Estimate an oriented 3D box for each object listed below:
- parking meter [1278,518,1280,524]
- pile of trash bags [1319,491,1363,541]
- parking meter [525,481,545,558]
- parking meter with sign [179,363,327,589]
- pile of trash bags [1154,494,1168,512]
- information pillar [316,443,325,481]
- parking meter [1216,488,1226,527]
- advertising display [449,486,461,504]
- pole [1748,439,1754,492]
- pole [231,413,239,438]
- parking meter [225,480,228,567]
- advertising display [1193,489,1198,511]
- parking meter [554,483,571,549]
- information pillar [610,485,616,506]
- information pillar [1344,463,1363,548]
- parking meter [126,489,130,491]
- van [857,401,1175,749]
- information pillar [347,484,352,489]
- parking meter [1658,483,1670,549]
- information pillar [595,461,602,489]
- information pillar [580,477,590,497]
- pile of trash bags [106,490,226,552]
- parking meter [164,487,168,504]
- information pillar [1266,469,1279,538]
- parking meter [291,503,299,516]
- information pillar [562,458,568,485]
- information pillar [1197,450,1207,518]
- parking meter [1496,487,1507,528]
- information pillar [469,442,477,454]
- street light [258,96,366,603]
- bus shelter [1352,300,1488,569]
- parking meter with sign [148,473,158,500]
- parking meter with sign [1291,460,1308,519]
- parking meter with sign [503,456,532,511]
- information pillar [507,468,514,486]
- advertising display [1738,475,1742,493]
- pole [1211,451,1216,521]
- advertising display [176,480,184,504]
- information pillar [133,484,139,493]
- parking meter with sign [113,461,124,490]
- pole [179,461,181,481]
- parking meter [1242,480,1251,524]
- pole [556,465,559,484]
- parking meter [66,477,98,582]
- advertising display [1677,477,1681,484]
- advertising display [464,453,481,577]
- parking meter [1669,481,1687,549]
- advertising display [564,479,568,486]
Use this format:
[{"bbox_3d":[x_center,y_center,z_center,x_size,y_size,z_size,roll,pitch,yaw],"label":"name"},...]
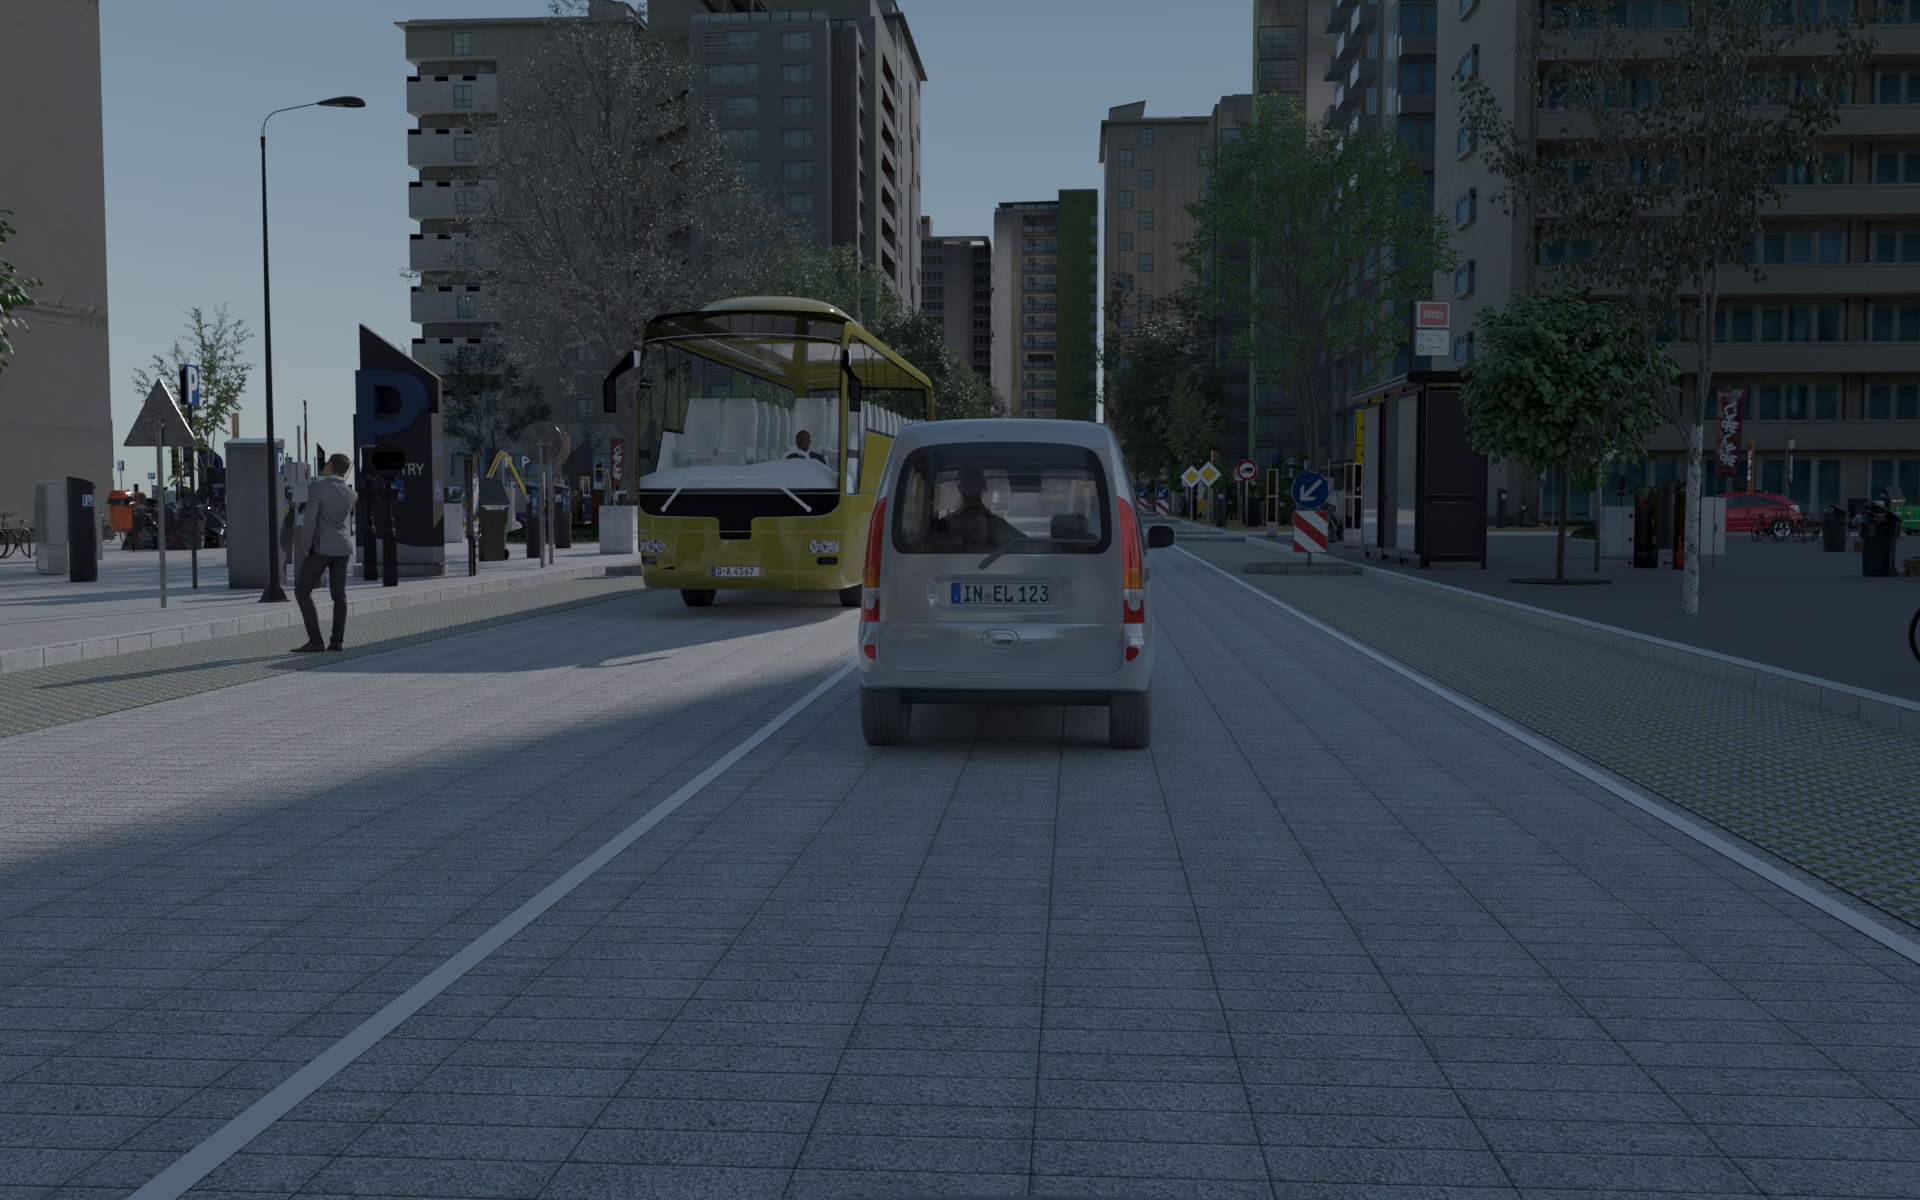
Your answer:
[{"bbox_3d":[14.006,-4.248,75.169,0.399,1.863,0.255,3,5,40],"label":"parking meter"},{"bbox_3d":[11.012,-2.404,49.055,1.912,1.369,3.447,1,4,23],"label":"pile of trash bags"},{"bbox_3d":[-8.531,-1.614,34.796,0.372,1.533,0.369,0,3,0],"label":"parking meter"},{"bbox_3d":[-9.555,-1.666,23.499,1.738,3.016,0.543,0,4,-7],"label":"parking meter with sign"},{"bbox_3d":[15.557,-7.102,125.869,3.447,1.369,1.912,3,5,43],"label":"pile of trash bags"},{"bbox_3d":[-29.188,-5.370,79.148,0.183,3.616,0.504,1,4,21],"label":"information pillar"},{"bbox_3d":[10.139,-3.595,67.197,0.372,1.533,0.369,0,3,0],"label":"parking meter"},{"bbox_3d":[-40.191,-8.113,137.855,0.974,1.923,0.123,0,4,-3],"label":"advertising display"},{"bbox_3d":[29.335,-4.308,64.283,0.158,3.312,0.155,0,3,0],"label":"pole"},{"bbox_3d":[-18.203,-3.042,43.580,0.158,3.312,0.155,0,3,0],"label":"pole"},{"bbox_3d":[-12.764,-1.356,30.579,0.372,1.533,0.369,0,3,0],"label":"parking meter"},{"bbox_3d":[15.946,-6.724,115.156,0.974,1.923,0.123,0,4,-7],"label":"advertising display"},{"bbox_3d":[-9.361,-1.981,40.792,0.372,1.533,0.369,0,3,0],"label":"parking meter"},{"bbox_3d":[-21.862,-6.398,109.093,0.304,2.012,0.304,0,4,2],"label":"information pillar"},{"bbox_3d":[9.318,-2.235,41.038,0.304,2.012,0.304,-2,4,-34],"label":"information pillar"},{"bbox_3d":[-41.173,-4.714,85.479,0.372,1.533,0.369,0,3,0],"label":"parking meter"},{"bbox_3d":[0.394,-0.255,11.177,2.013,2.044,4.112,0,4,5],"label":"van"},{"bbox_3d":[-45.191,-7.574,128.324,0.304,2.012,0.304,-2,4,-33],"label":"information pillar"},{"bbox_3d":[16.532,-1.966,40.562,0.372,1.533,0.369,0,3,0],"label":"parking meter"},{"bbox_3d":[-25.163,-7.903,120.571,0.504,3.616,0.183,-2,4,-33],"label":"information pillar"},{"bbox_3d":[-16.051,-4.260,74.135,0.304,2.012,0.304,-3,4,-36],"label":"information pillar"},{"bbox_3d":[-18.366,-1.834,39.741,1.912,1.369,3.447,0,4,7],"label":"pile of trash bags"},{"bbox_3d":[-61.326,-7.822,133.593,0.255,1.863,0.399,2,4,26],"label":"parking meter"},{"bbox_3d":[9.221,-2.851,51.108,0.304,2.012,0.304,1,4,17],"label":"information pillar"},{"bbox_3d":[-39.659,-5.964,103.224,0.255,1.863,0.399,1,4,17],"label":"parking meter"},{"bbox_3d":[-22.516,-6.579,98.929,0.504,3.616,0.183,0,4,-8],"label":"information pillar"},{"bbox_3d":[12.892,-6.172,92.274,0.504,3.616,0.183,2,4,24],"label":"information pillar"},{"bbox_3d":[20.459,-3.486,65.401,0.372,1.533,0.369,0,3,0],"label":"parking meter"},{"bbox_3d":[-21.858,-5.291,77.866,0.183,3.616,0.504,2,4,24],"label":"information pillar"},{"bbox_3d":[-7.630,-2.928,20.407,1.470,5.913,1.316,0,4,4],"label":"street light"},{"bbox_3d":[8.944,-3.425,33.634,2.179,5.291,8.768,0,4,4],"label":"bus shelter"},{"bbox_3d":[-65.307,-8.832,140.671,0.543,3.016,1.738,0,4,-5],"label":"parking meter with sign"},{"bbox_3d":[17.627,-5.720,89.779,0.543,3.016,1.738,-1,4,-13],"label":"parking meter with sign"},{"bbox_3d":[-20.181,-5.101,79.663,0.543,3.016,1.738,2,4,26],"label":"parking meter with sign"},{"bbox_3d":[-27.763,-7.076,107.040,0.504,3.616,0.183,2,4,23],"label":"information pillar"},{"bbox_3d":[26.853,-3.329,59.651,0.123,1.923,0.974,2,4,25],"label":"advertising display"},{"bbox_3d":[11.881,-5.344,81.222,0.158,3.312,0.155,0,3,0],"label":"pole"},{"bbox_3d":[-37.086,-4.718,82.349,0.123,1.923,0.974,-1,4,-10],"label":"advertising display"},{"bbox_3d":[-58.586,-7.258,123.152,0.304,2.012,0.304,-3,5,-40],"label":"information pillar"},{"bbox_3d":[-44.099,-5.697,89.400,0.543,3.016,1.738,3,4,37],"label":"parking meter with sign"},{"bbox_3d":[-48.716,-7.002,108.319,0.158,3.312,0.155,0,3,0],"label":"pole"},{"bbox_3d":[12.275,-4.186,74.152,0.399,1.863,0.255,0,4,-1],"label":"parking meter"},{"bbox_3d":[-26.512,-7.361,114.189,0.158,3.312,0.155,0,3,0],"label":"pole"},{"bbox_3d":[-12.834,-1.035,25.326,0.372,1.533,0.369,0,3,0],"label":"parking meter"},{"bbox_3d":[26.762,-3.628,64.537,0.123,1.923,0.974,2,4,24],"label":"advertising display"},{"bbox_3d":[-7.687,-1.353,27.334,0.123,1.923,0.974,-1,4,-9],"label":"advertising display"},{"bbox_3d":[13.981,-1.524,33.334,0.372,1.533,0.369,0,3,0],"label":"parking meter"},{"bbox_3d":[-16.855,-4.217,74.164,0.123,1.923,0.974,-1,4,-14],"label":"advertising display"}]
